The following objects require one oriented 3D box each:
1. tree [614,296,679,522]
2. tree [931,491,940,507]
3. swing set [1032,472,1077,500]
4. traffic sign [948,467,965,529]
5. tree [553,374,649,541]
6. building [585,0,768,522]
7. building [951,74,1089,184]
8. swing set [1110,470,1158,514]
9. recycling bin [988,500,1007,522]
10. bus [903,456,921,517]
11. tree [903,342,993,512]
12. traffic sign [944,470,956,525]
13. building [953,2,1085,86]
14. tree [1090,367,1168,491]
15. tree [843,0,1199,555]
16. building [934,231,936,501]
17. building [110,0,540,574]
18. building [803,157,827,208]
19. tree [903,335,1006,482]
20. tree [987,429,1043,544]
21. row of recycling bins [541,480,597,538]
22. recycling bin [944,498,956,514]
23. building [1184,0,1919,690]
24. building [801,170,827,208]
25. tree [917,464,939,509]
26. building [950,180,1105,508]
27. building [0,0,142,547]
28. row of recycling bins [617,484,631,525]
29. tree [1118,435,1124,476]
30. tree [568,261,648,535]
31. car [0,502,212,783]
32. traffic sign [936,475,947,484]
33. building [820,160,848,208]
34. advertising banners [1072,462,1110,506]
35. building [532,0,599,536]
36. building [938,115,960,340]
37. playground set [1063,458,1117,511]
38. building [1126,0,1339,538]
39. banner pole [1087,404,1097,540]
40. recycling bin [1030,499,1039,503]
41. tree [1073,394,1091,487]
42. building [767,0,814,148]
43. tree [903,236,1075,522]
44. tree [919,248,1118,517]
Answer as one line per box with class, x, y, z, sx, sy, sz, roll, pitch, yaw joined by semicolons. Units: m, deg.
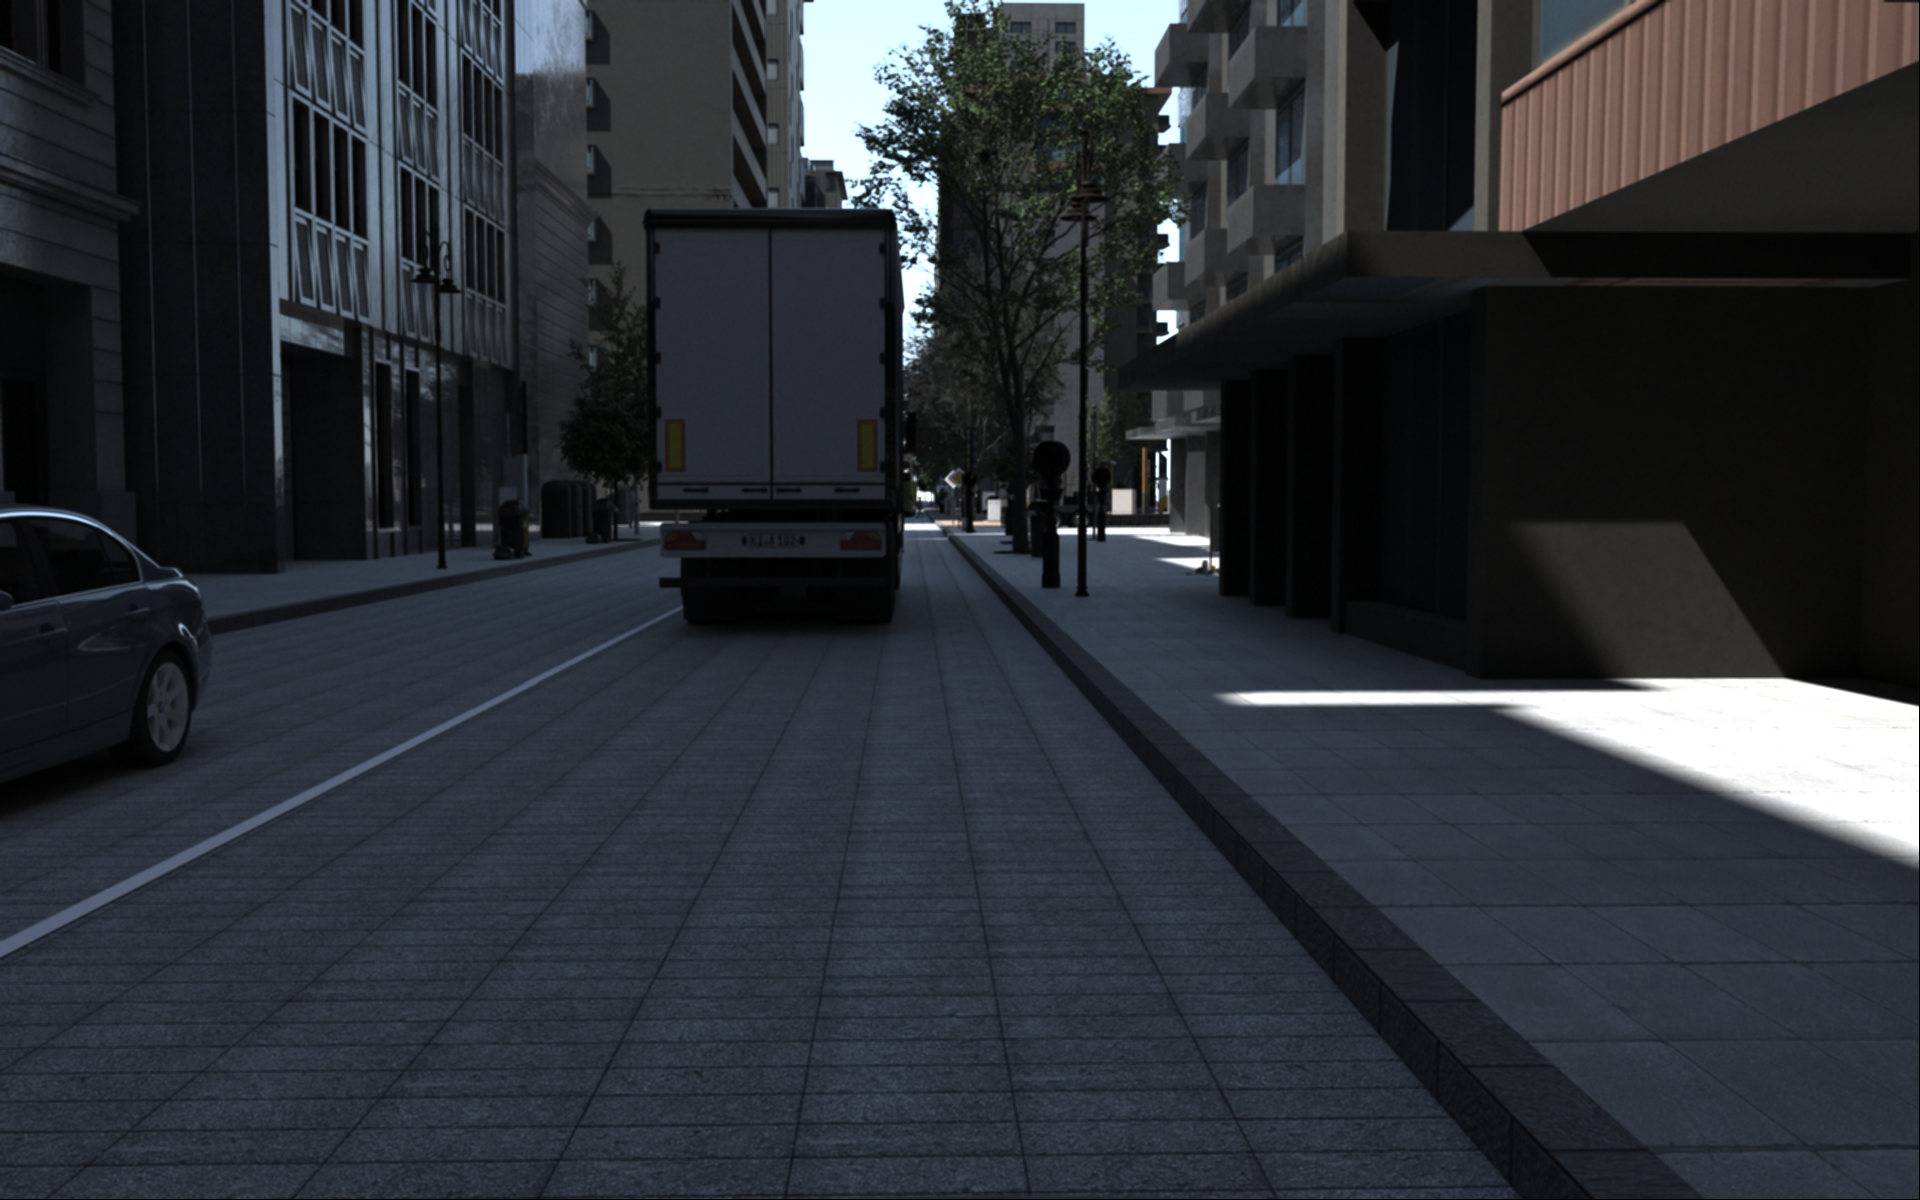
tree;-10.035;-6.746;60.665;4.360;8.622;3.978;0;3;0
tree;-1.929;-11.026;174.870;1.663;3.219;1.824;0;3;0
swing set;6.894;-7.740;124.173;3.119;2.851;2.862;-1;4;-14
traffic sign;-0.040;-3.684;63.876;0.795;2.450;0.064;0;4;-2
tree;-9.463;-3.907;47.588;4.285;4.588;4.351;0;3;0
building;-21.396;-28.446;88.793;21.300;48.544;21.600;0;4;-2
building;10.305;-32.438;184.980;22.147;44.769;28.867;0;4;-2
swing set;11.160;-6.871;109.959;2.862;2.851;3.119;0;4;-5
recycling bin;1.732;-4.094;79.488;0.722;1.027;0.722;2;4;28
bus;-4.134;-7.306;111.002;2.896;3.916;12.252;0;4;0
tree;-1.285;-12.724;126.169;7.486;12.596;7.792;0;3;0
traffic sign;-0.275;-4.172;71.858;0.795;2.450;0.064;0;4;-2
building;7.242;-50.140;258.044;20.563;71.187;20.611;0;4;-2
tree;9.888;-9.133;99.695;4.737;8.622;4.395;0;3;0
tree;1.147;-6.802;36.965;9.928;11.665;9.643;0;3;0
building;6.378;-41.090;295.525;21.300;48.544;21.600;0;4;-2
building;-17.257;-13.381;36.799;12.078;24.808;19.932;0;4;-2
building;-30.237;-38.326;246.231;23.786;49.044;30.456;0;4;-2
tree;-1.164;-14.241;139.493;9.857;13.997;8.962;0;3;0
tree;1.429;-3.077;44.912;1.663;3.219;1.824;0;3;0
row of recycling bins;-11.620;-2.732;51.781;1.069;1.692;3.534;0;4;4
recycling bin;-0.660;-6.092;112.153;0.722;1.027;0.722;0;4;-3
building;13.284;-21.642;8.466;22.147;44.769;28.867;0;4;-2
building;-23.677;-32.374;212.910;14.154;41.232;14.086;0;4;-2
tree;-3.133;-12.700;191.352;4.285;4.588;4.351;0;3;0
building;6.066;-23.979;163.763;14.160;30.474;14.107;0;4;-2
building;-18.691;-13.910;14.826;14.401;28.519;23.554;0;4;-2
row of recycling bins;-14.384;-4.043;73.216;1.069;1.692;3.534;0;4;-7
tree;11.974;-11.935;145.496;4.360;8.622;3.978;0;3;0
tree;-10.185;-6.362;54.386;4.737;8.622;4.395;0;3;0
car;-5.044;0.251;7.895;2.014;1.417;4.499;0;3;0
traffic sign;-1.249;-7.229;118.308;0.768;2.556;0.104;0;4;5
building;-32.434;-41.965;275.373;28.713;52.752;27.495;0;4;-2
advertising banners;7.107;-5.985;94.042;2.074;3.025;0.090;0;4;1
building;-24.978;-15.751;54.796;25.104;27.353;12.463;0;4;-2
building;8.217;-35.859;210.001;21.300;48.544;21.600;0;4;-2
playground set;10.850;-8.983;133.648;5.637;4.214;5.302;0;4;2
building;17.411;-26.083;46.064;23.786;49.044;30.456;0;4;-2
banner pole;3.697;-3.557;48.168;0.401;3.779;0.863;1;4;15
recycling bin;3.643;-4.651;88.595;0.722;1.027;0.722;1;4;15
tree;9.520;-10.311;118.945;4.737;8.622;4.395;0;3;0
building;-28.386;-34.923;160.224;28.713;52.752;27.495;0;4;-2
tree;0.698;-10.440;81.066;12.009;13.543;11.850;0;3;0
tree;1.711;-6.216;51.995;4.360;8.622;3.978;0;3;0
